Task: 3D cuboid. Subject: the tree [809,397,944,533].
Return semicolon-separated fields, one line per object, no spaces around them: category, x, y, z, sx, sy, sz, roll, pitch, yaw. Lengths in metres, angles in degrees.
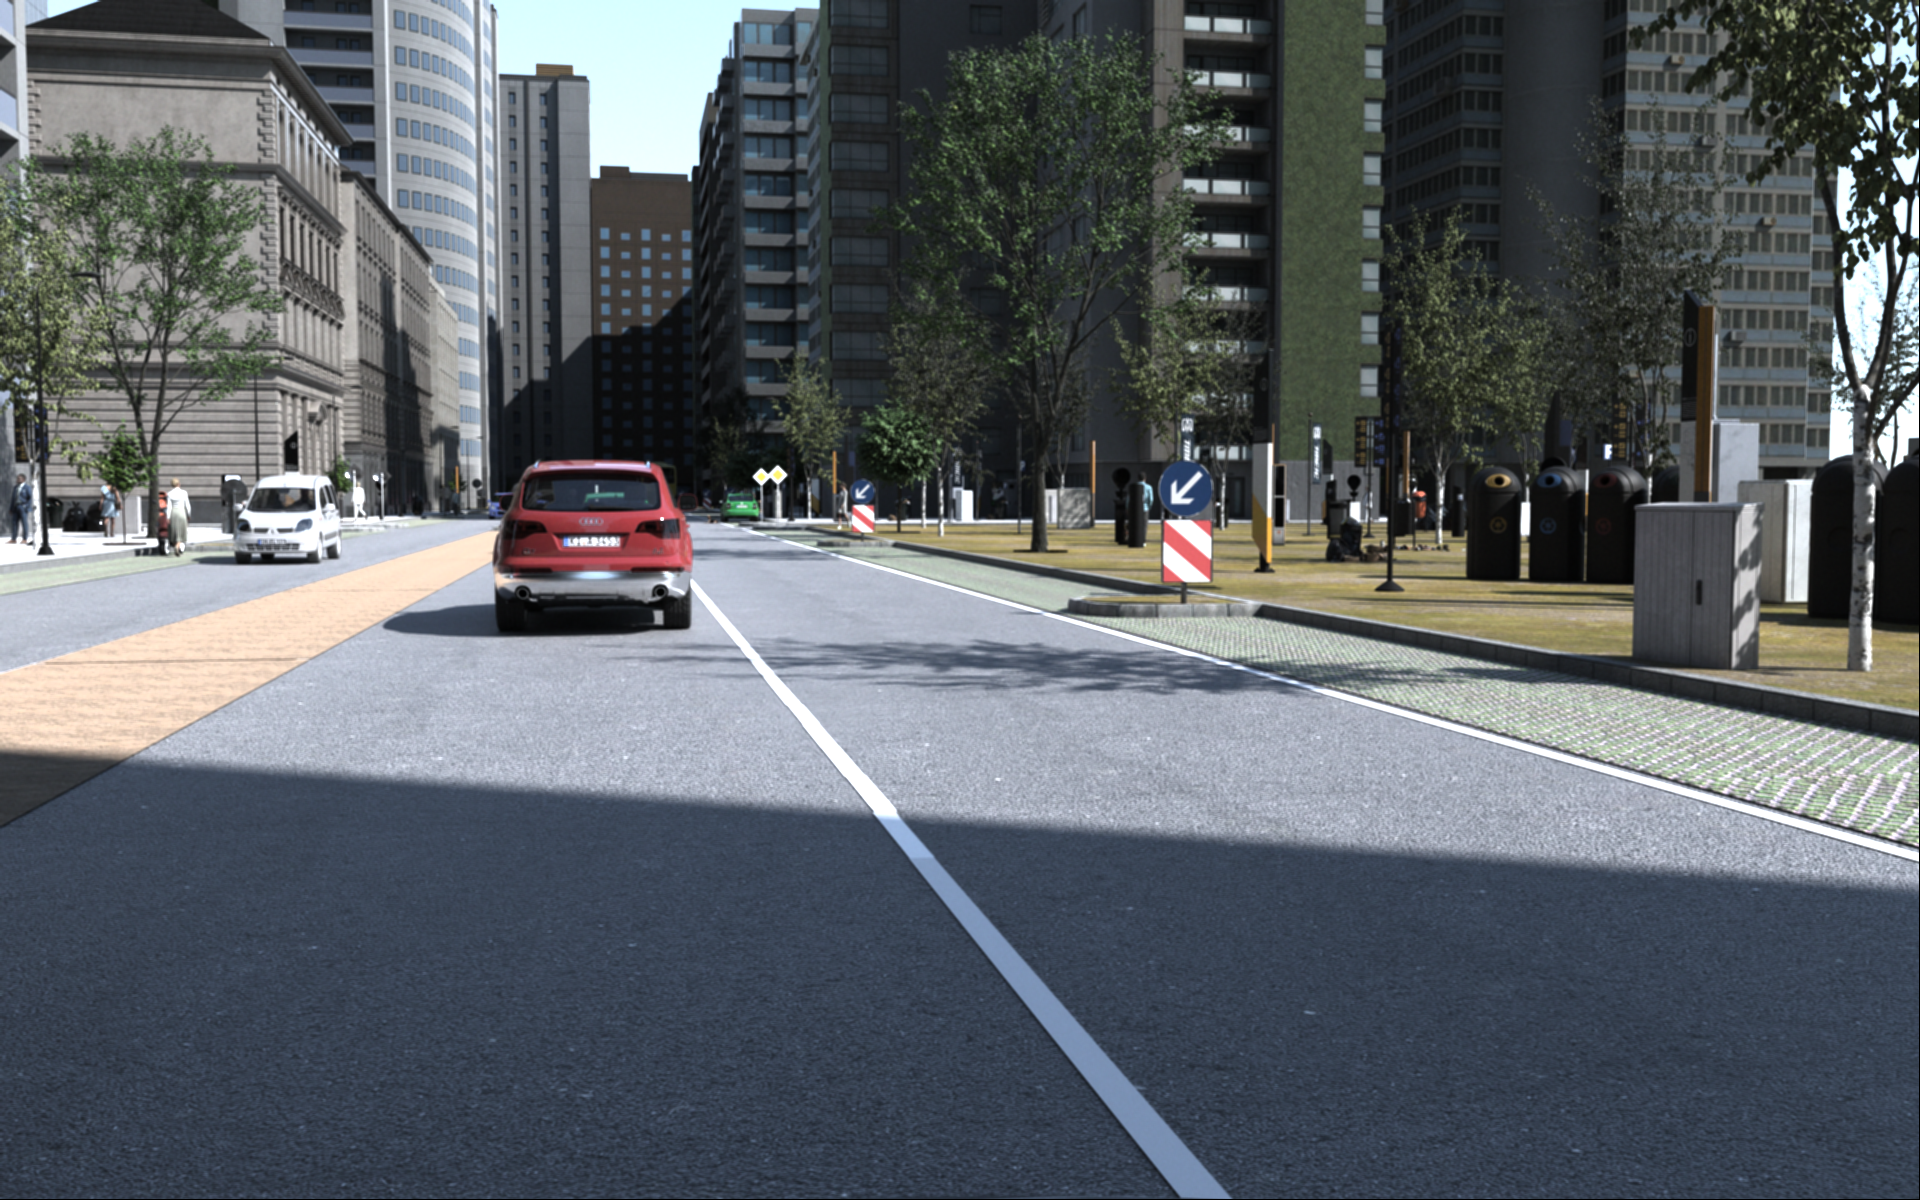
tree;-2.036;-4.491;57.136;4.285;4.588;4.351;0;3;0

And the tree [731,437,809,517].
tree;-10.011;-7.041;98.835;4.285;4.588;4.351;0;3;0

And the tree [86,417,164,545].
tree;-20.948;-3.000;43.649;1.663;3.219;1.824;0;3;0

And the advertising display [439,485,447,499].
advertising display;-37.513;-7.371;125.724;0.123;1.923;0.974;0;4;7

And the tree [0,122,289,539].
tree;-23.289;-7.569;49.509;9.928;11.665;9.643;0;3;0

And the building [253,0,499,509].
building;-60.918;-39.379;185.837;21.231;58.520;28.212;-1;4;-11

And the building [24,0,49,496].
building;-51.948;-15.737;75.325;19.932;24.808;12.078;-1;4;-11

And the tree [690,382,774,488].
tree;-18.919;-12.772;143.227;7.601;10.594;8.767;0;4;7

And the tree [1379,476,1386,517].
tree;23.613;-6.389;99.059;1.663;3.219;1.824;0;3;0

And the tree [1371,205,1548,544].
tree;12.412;-5.731;44.060;4.737;8.622;4.395;0;3;0

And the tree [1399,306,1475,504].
tree;19.116;-7.243;68.777;4.360;8.622;3.978;0;3;0

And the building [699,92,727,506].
building;-19.058;-35.385;202.248;21.300;48.544;21.600;-1;4;-11

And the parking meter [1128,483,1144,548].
parking meter;4.212;-2.017;41.394;0.372;1.533;0.369;0;3;0

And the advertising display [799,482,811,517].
advertising display;-8.436;-5.551;95.966;0.974;1.923;0.123;0;4;1

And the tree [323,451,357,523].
tree;-27.642;-5.078;77.630;1.663;3.219;1.824;0;3;0

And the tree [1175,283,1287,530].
tree;9.452;-6.807;61.662;4.360;8.622;3.978;0;3;0

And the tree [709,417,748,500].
tree;-21.137;-12.576;155.985;4.737;8.622;4.395;0;3;0

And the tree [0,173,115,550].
tree;-21.039;-5.429;39.133;4.737;8.622;4.395;0;3;0

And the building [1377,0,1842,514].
building;37.116;-25.084;102.002;23.993;40.220;32.217;-1;4;-11

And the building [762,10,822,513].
building;1.646;-26.702;128.466;32.217;40.220;23.993;-1;4;-11

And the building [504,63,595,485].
building;-64.971;-42.620;238.839;28.212;58.520;21.231;-1;4;-11

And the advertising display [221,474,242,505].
advertising display;-23.789;-3.142;56.590;0.123;1.923;0.974;0;4;7

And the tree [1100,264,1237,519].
tree;6.642;-6.354;54.247;4.737;8.622;4.395;0;3;0

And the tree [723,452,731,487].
tree;-13.997;-7.939;113.521;4.285;4.588;4.351;0;3;0

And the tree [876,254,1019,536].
tree;-0.547;-6.220;52.059;4.360;8.622;3.978;0;3;0

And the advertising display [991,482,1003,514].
advertising display;2.074;-5.259;91.202;0.974;1.923;0.123;3;4;36

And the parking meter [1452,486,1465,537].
parking meter;14.887;-2.648;51.708;0.372;1.533;0.369;0;3;0

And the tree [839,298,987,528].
tree;-1.261;-7.068;65.922;4.737;8.622;4.395;0;3;0

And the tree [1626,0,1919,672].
tree;6.502;-3.775;12.089;4.737;8.622;4.395;0;3;0

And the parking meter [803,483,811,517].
parking meter;-8.361;-5.461;94.990;0.399;1.863;0.255;2;4;23

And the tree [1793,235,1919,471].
tree;26.248;-6.045;49.196;4.360;8.622;3.978;0;3;0

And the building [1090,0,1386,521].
building;12.258;-24.754;88.318;14.086;41.232;14.154;-1;4;-11

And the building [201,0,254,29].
building;-55.099;-37.677;158.010;21.231;58.520;28.212;-1;4;-11

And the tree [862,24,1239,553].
tree;1.900;-6.858;37.880;9.928;11.665;9.643;0;3;0

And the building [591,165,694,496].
building;-43.450;-36.062;239.720;14.200;45.320;14.600;-1;4;-11

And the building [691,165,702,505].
building;-26.807;-32.752;219.096;14.154;41.232;14.086;-1;4;-11

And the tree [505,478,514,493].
tree;-54.164;-13.051;207.989;1.663;3.219;1.824;0;3;0

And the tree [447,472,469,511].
tree;-38.489;-8.462;132.955;1.663;3.219;1.824;0;3;0

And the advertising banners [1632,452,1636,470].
advertising banners;27.983;-4.686;72.810;0.090;3.025;2.074;0;4;1

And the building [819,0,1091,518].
building;-1.308;-25.489;100.340;14.154;41.232;14.086;-1;4;-11

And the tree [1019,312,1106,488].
tree;3.944;-7.240;68.743;4.360;8.622;3.978;0;3;0

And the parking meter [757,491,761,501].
parking meter;-14.524;-7.104;124.560;0.372;1.533;0.369;0;3;0

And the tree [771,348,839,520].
tree;-7.544;-8.351;86.900;4.737;8.622;4.395;0;3;0

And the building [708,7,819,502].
building;-13.466;-34.082;176.854;23.786;49.044;30.456;-1;4;-11

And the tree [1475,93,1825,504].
tree;12.230;-4.940;31.130;4.360;8.622;3.978;0;3;0

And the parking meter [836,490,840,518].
parking meter;-6.600;-5.158;92.736;0.372;1.533;0.369;0;3;0

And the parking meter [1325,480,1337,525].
parking meter;15.144;-3.976;70.717;0.399;1.863;0.255;3;4;36
